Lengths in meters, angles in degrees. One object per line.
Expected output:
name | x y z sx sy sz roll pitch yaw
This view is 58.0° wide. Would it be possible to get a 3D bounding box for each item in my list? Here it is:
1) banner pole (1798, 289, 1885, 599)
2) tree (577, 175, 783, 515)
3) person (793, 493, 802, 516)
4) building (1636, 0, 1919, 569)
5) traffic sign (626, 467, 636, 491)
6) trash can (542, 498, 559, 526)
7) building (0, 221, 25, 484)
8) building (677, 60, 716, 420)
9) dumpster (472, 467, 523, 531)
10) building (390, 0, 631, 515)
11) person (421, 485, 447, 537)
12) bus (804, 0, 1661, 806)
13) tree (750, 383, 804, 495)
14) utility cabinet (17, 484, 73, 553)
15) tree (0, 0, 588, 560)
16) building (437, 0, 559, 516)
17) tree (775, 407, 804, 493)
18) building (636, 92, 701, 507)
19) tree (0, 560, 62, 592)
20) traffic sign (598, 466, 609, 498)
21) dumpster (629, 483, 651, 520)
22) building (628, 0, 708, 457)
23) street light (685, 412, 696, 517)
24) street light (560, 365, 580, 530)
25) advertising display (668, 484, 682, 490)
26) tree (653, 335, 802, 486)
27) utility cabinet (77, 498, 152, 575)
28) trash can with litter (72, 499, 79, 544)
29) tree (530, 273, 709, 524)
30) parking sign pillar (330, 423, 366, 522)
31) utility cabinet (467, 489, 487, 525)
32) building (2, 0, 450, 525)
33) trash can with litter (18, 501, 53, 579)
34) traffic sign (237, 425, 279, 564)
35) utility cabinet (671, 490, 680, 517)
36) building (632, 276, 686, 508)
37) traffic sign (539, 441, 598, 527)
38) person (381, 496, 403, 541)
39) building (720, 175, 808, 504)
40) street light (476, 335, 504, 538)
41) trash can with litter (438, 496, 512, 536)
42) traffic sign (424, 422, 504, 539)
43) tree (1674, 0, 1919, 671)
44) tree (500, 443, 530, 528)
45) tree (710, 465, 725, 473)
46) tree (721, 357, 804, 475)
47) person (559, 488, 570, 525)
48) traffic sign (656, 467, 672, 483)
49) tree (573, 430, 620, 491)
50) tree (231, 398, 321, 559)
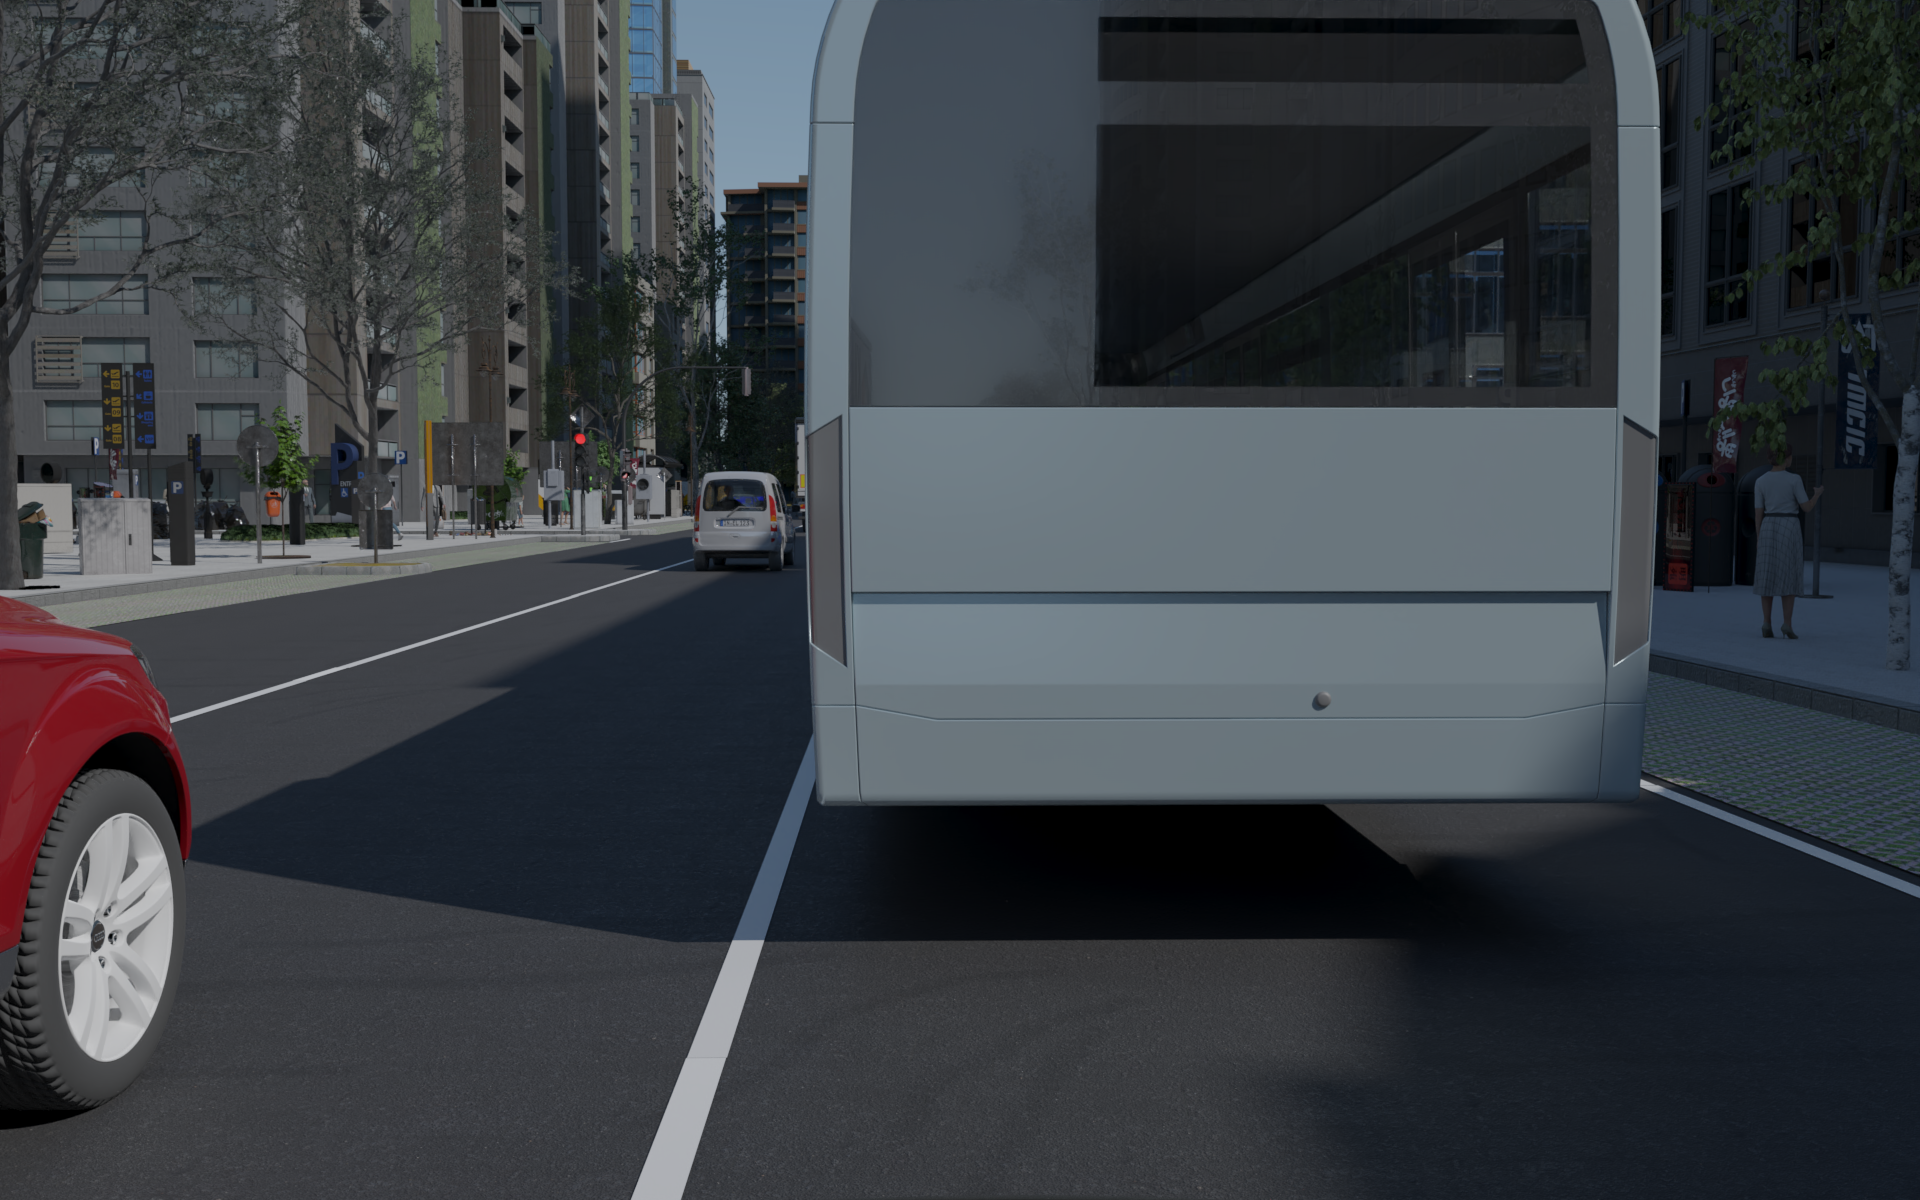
banner pole | 10.792 -1.908 21.209 0.863 3.779 0.401 1 4 23
tree | -17.100 -15.287 105.838 12.611 20.169 13.585 0 3 0
person | -10.507 -6.281 111.295 0.694 1.812 0.767 1 4 19
building | 21.587 -14.623 32.591 14.314 27.812 24.014 0 4 -2
traffic sign | -15.622 -4.980 81.528 0.768 2.556 0.104 0 4 8
trash can | -16.478 -3.553 69.745 0.748 1.137 0.748 0 3 0
building | -48.208 -26.077 76.464 14.200 45.320 14.600 0 4 -2
building | -48.015 -42.578 238.144 28.212 58.520 21.231 0 4 -2
dumpster | -16.490 -3.611 61.529 1.502 2.255 1.985 0 4 -2
building | -32.138 -27.129 127.156 14.154 41.232 14.086 0 4 -2
person | -15.747 -2.791 51.803 0.709 1.813 0.853 -2 4 -30
bus | 0.687 -1.034 11.767 2.948 3.499 13.247 0 4 -1
tree | -18.262 -15.840 177.108 7.486 12.596 7.792 0 3 0
utility cabinet | -19.678 -1.737 37.081 0.318 1.500 1.173 3 4 38
tree | -14.350 -8.033 41.707 12.009 13.543 11.850 0 3 0
building | -32.103 -20.159 101.305 14.160 30.474 14.107 0 4 -2
tree | -18.842 -16.718 199.096 9.928 11.665 9.643 0 3 0
building | -33.654 -29.852 171.675 14.154 41.232 14.086 0 4 -2
tree | -12.682 -6.873 22.749 12.009 13.543 11.850 0 3 0
traffic sign | -16.324 -4.810 78.756 0.768 2.556 0.104 0 4 1
dumpster | -16.038 -4.894 85.770 1.264 1.857 1.865 0 4 -2
building | -43.624 -53.705 190.753 31.000 86.520 22.319 0 4 -2
street light | -15.126 -7.623 97.432 0.468 5.910 1.993 0 4 -2
street light | -13.969 -5.464 62.120 0.468 5.910 1.993 0 4 -2
advertising display | -18.763 -6.657 114.062 0.974 1.923 0.123 1 4 19
tree | -17.227 -12.677 124.279 9.611 12.733 9.660 0 3 0
utility cabinet | -13.520 -1.013 27.724 1.020 1.237 0.306 -3 4 -36
trash can with litter | -23.137 -2.095 45.318 1.678 1.210 2.233 -1 4 -14
tree | -14.615 -8.475 72.973 7.601 10.594 8.767 1 4 16
parking sign pillar | -23.229 -4.724 65.711 1.447 3.967 1.447 2 4 23
utility cabinet | -19.824 -3.843 71.516 1.173 1.500 0.318 2 4 32
building | -31.538 -23.980 75.675 14.154 41.232 14.086 0 4 -2
trash can with litter | -14.198 -0.888 25.902 0.624 1.170 1.055 3 4 36
traffic sign | -12.931 -1.945 31.904 0.768 2.556 0.104 0 4 -2
utility cabinet | -15.424 -5.215 93.946 0.318 1.500 1.173 0 4 -1
building | -39.595 -18.691 150.629 27.650 21.520 28.899 0 4 -2
traffic sign | -15.088 -4.458 66.768 2.265 3.308 0.079 0 4 3
person | -15.596 -2.498 47.555 0.598 1.740 0.731 0 4 -4
building | -19.522 -35.833 240.489 28.867 44.769 22.147 0 4 -2
street light | -13.669 -4.752 50.486 0.468 5.910 1.993 0 4 -2
trash can with litter | -15.176 -2.604 53.628 2.233 1.210 1.678 1 4 21
traffic sign | -14.066 -3.379 49.113 2.265 3.308 0.079 0 4 2
tree | 7.020 -3.805 12.573 4.737 8.622 4.395 0 3 0
tree | -17.243 -4.384 66.277 1.663 3.219 1.824 0 3 0
tree | -16.361 -7.416 115.848 1.663 3.219 1.824 0 3 0
tree | -17.097 -14.898 153.957 12.009 13.543 11.850 0 3 0
person | -16.435 -4.013 71.896 0.529 1.795 0.600 -3 5 -42
traffic sign | -14.538 -5.222 85.110 0.795 2.593 0.064 0 3 0
tree | -18.948 -6.427 88.787 4.285 4.588 4.351 0 3 0
tree | -13.436 -2.445 34.583 1.663 3.219 1.824 0 3 0
